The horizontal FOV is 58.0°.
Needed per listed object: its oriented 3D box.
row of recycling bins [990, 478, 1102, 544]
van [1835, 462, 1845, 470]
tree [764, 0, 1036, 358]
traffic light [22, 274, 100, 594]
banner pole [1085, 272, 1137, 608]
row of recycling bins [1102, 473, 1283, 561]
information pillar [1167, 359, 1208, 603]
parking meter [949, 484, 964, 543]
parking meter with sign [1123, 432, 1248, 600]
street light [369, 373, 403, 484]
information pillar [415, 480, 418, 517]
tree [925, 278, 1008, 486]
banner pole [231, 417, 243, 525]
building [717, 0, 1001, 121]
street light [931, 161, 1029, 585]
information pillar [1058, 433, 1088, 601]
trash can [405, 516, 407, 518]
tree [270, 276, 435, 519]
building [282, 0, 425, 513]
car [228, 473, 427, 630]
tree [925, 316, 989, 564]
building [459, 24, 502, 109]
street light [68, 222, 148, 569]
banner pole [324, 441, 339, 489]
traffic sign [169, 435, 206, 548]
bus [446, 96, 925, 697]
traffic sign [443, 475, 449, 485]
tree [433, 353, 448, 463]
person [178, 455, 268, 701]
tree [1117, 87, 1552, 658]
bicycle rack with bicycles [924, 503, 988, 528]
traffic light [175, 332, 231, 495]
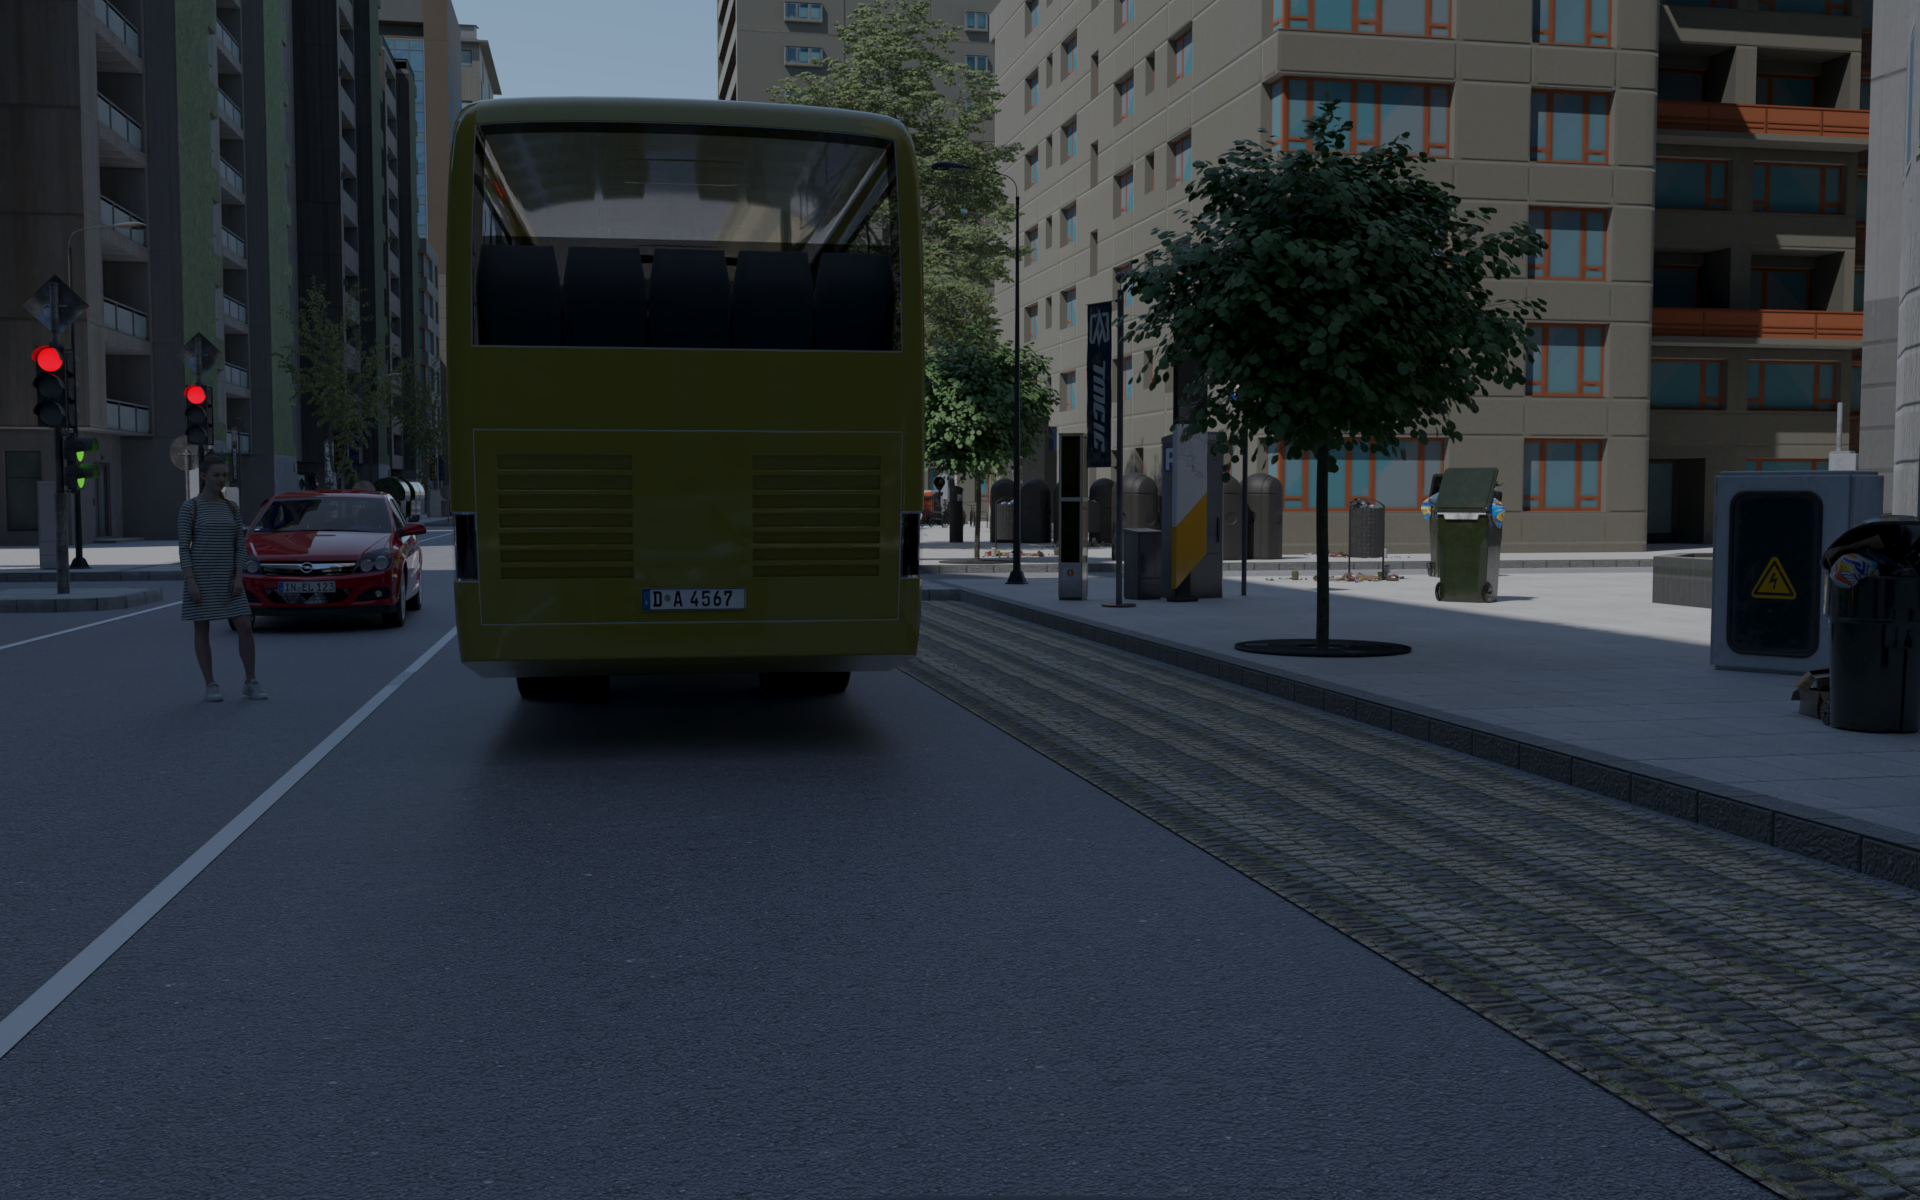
[{"bbox_3d":[2.453,-2.331,45.223,3.534,1.692,1.069,1,4,20],"label":"row of recycling bins"},{"bbox_3d":[16.384,-1.541,32.209,4.112,2.044,2.013,-1,4,-12],"label":"van"},{"bbox_3d":[-1.811,-7.448,39.902,7.486,12.596,7.792,0,3,0],"label":"tree"},{"bbox_3d":[-11.538,-2.036,22.209,0.839,4.253,0.868,-1,4,-12],"label":"traffic light"},{"bbox_3d":[1.687,-1.822,19.811,0.401,3.779,0.863,-2,4,-32],"label":"banner pole"},{"bbox_3d":[4.657,-1.622,33.632,3.534,1.692,1.069,-1,4,-19],"label":"row of recycling bins"},{"bbox_3d":[2.721,-1.787,20.575,0.504,3.616,0.183,-2,4,-33],"label":"information pillar"},{"bbox_3d":[-0.096,-2.284,45.749,0.372,1.533,0.369,0,3,0],"label":"parking meter"},{"bbox_3d":[2.851,-1.536,21.376,1.738,3.016,0.543,-2,4,-28],"label":"parking meter with sign"},{"bbox_3d":[-22.135,-5.758,66.690,1.470,5.913,1.316,-1,4,-12],"label":"street light"},{"bbox_3d":[-29.236,-5.421,93.123,0.304,2.012,0.304,1,4,18],"label":"information pillar"},{"bbox_3d":[-0.039,-6.557,57.562,4.737,8.622,4.395,0,3,0],"label":"tree"},{"bbox_3d":[-23.654,-4.077,56.683,0.401,3.779,0.863,-3,5,-45],"label":"banner pole"},{"bbox_3d":[-6.971,-31.073,131.747,21.300,48.544,21.600,-1,4,-12],"label":"building"},{"bbox_3d":[0.279,-3.174,24.443,1.470,5.913,1.316,-1,4,-12],"label":"street light"},{"bbox_3d":[1.371,-1.006,20.940,0.304,2.012,0.304,1,4,18],"label":"information pillar"},{"bbox_3d":[-28.408,-4.670,88.003,0.748,1.137,0.748,0,3,0],"label":"trash can"},{"bbox_3d":[-21.277,-6.671,59.427,4.737,8.622,4.395,0,3,0],"label":"tree"},{"bbox_3d":[-41.839,-20.599,108.503,14.160,30.474,14.107,-1,4,-12],"label":"building"},{"bbox_3d":[-7.192,-0.659,19.808,2.155,1.783,4.494,-1,4,-13],"label":"car"},{"bbox_3d":[0.259,-2.964,32.168,4.285,4.588,4.351,0,3,0],"label":"tree"},{"bbox_3d":[-67.393,-37.210,197.628,28.713,52.752,27.495,-1,4,-12],"label":"building"},{"bbox_3d":[-14.571,-3.492,29.631,1.470,5.913,1.316,-1,4,-12],"label":"street light"},{"bbox_3d":[-25.971,-5.000,71.767,0.401,3.779,0.863,2,4,34],"label":"banner pole"},{"bbox_3d":[-16.625,-2.275,37.299,0.768,2.556,0.104,0,4,-4],"label":"traffic sign"},{"bbox_3d":[-2.465,-1.444,15.162,2.896,3.916,12.252,-1,4,-10],"label":"bus"},{"bbox_3d":[-30.453,-6.330,103.504,0.884,2.594,0.081,0,4,-6],"label":"traffic sign"},{"bbox_3d":[-27.393,-8.442,88.385,4.737,8.622,4.395,0,3,0],"label":"tree"},{"bbox_3d":[-5.172,-0.155,12.033,0.522,1.701,0.512,3,5,41],"label":"person"},{"bbox_3d":[2.955,-1.866,14.231,4.285,4.588,4.351,0,3,0],"label":"tree"},{"bbox_3d":[-0.142,-3.229,66.179,2.852,0.926,2.925,-1,4,-15],"label":"bicycle rack with bicycles"},{"bbox_3d":[-13.138,-2.514,30.032,0.839,4.253,0.868,-1,4,-12],"label":"traffic light"}]
